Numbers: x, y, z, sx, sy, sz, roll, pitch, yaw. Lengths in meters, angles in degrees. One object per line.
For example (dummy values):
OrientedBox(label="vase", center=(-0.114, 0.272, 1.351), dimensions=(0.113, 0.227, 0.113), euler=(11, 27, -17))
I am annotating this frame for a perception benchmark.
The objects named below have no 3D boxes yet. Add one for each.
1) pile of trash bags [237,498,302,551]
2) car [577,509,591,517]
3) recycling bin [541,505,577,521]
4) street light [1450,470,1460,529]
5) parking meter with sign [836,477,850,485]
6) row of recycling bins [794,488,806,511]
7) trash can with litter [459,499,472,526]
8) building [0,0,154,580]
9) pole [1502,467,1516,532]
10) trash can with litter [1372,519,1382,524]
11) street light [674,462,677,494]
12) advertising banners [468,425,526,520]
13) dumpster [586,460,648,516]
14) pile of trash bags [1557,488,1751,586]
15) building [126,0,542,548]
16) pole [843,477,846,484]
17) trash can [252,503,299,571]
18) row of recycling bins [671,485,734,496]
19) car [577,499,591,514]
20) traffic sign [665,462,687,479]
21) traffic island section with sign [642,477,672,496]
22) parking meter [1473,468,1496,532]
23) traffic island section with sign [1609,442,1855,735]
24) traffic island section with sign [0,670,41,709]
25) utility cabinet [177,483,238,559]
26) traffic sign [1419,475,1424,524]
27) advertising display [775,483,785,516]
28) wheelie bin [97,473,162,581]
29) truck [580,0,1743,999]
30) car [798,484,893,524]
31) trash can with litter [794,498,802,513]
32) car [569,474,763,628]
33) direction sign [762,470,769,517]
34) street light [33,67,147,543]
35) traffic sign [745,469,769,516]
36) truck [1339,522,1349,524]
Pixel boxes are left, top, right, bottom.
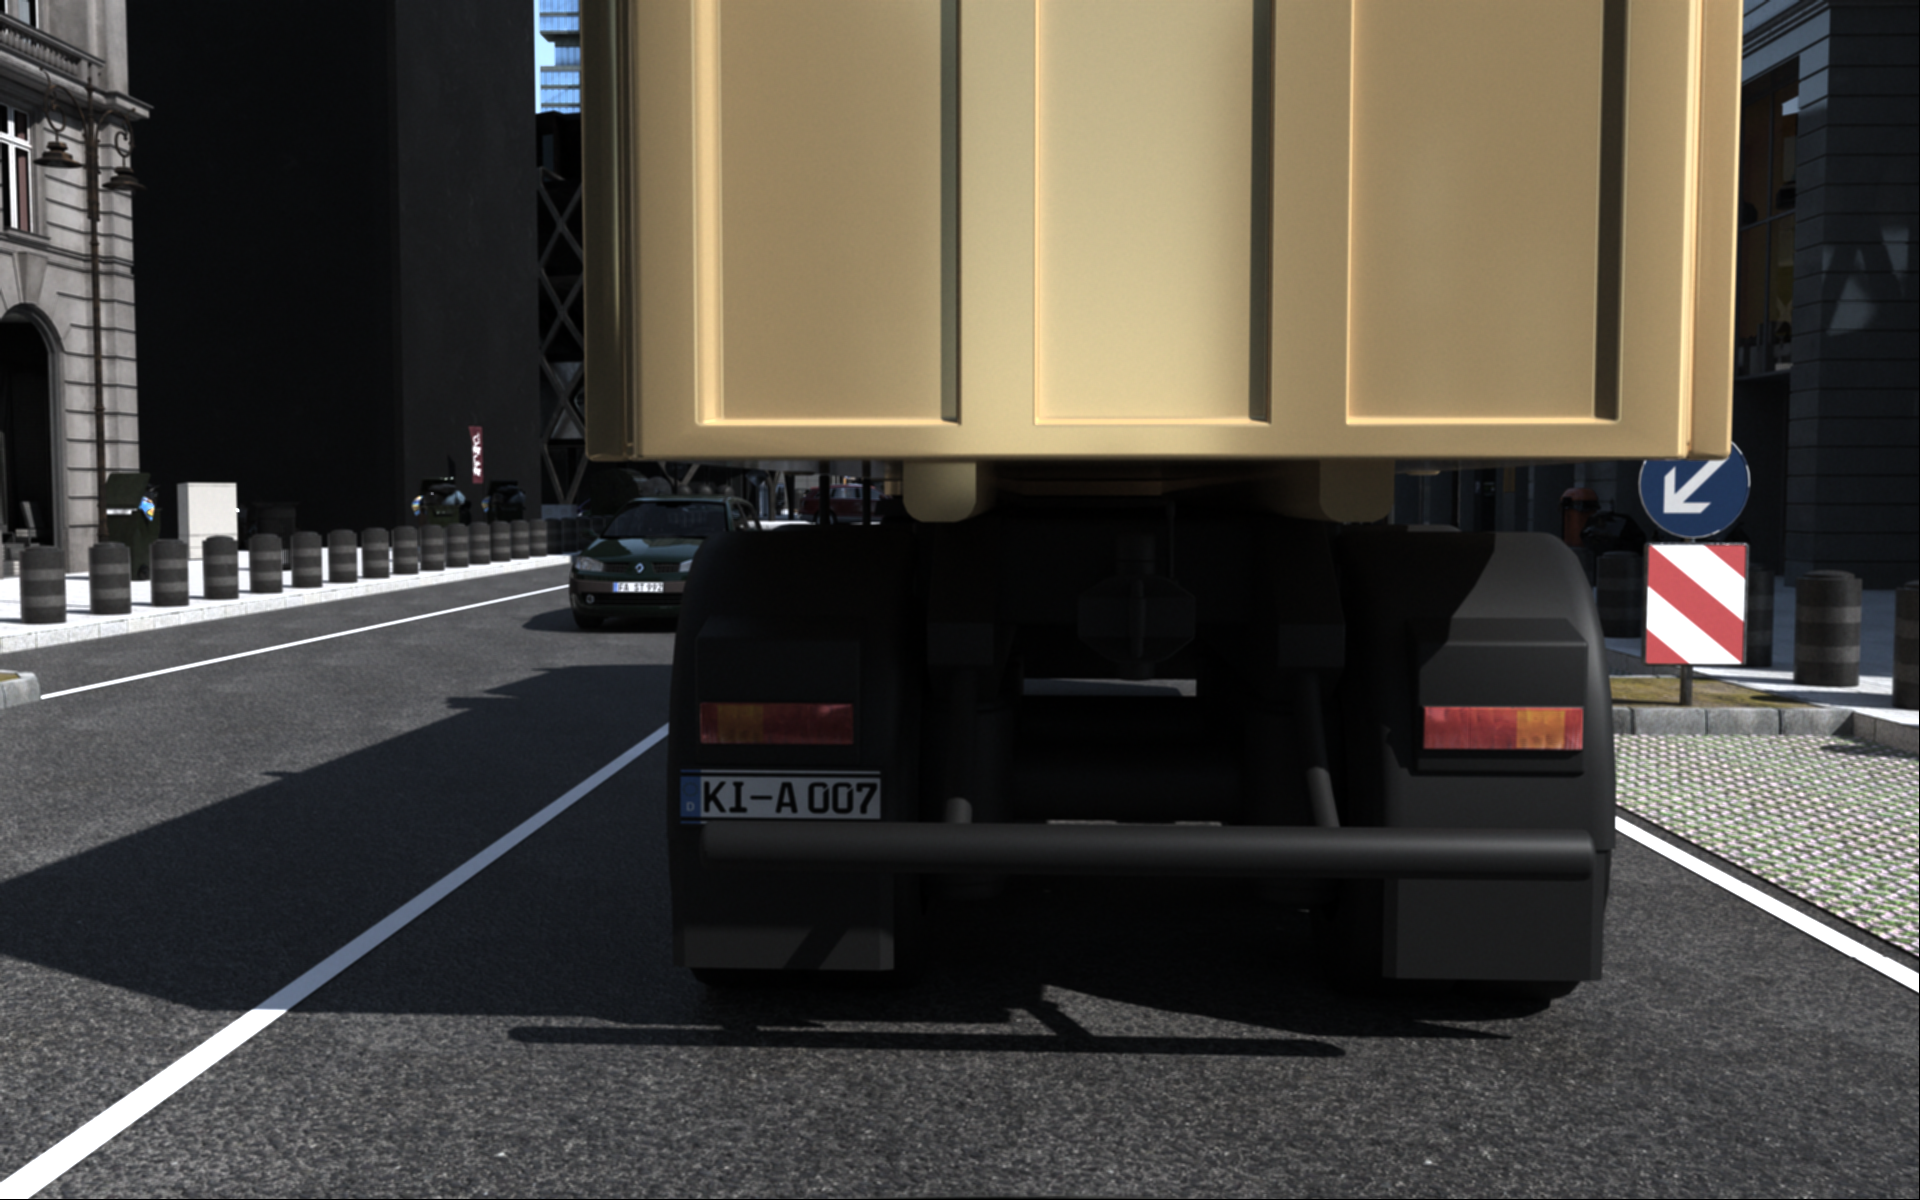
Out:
OrientedBox(label="pile of trash bags", center=(-16.267, -1.794, 39.091), dimensions=(1.912, 1.369, 3.447), euler=(0, 4, 5))
OrientedBox(label="car", center=(-11.554, -3.145, 61.214), dimensions=(4.222, 1.686, 2.009), euler=(0, 4, 3))
OrientedBox(label="recycling bin", center=(-9.613, -1.776, 41.595), dimensions=(0.722, 1.027, 0.722), euler=(0, 4, -1))
OrientedBox(label="street light", center=(6.641, -3.079, 23.129), dimensions=(0.468, 5.910, 1.993), euler=(0, 4, 1))
OrientedBox(label="parking meter with sign", center=(-8.904, -8.139, 129.336), dimensions=(0.543, 3.016, 1.738), euler=(-3, 4, -38))
OrientedBox(label="row of recycling bins", center=(-11.689, -7.334, 127.016), dimensions=(1.069, 1.692, 3.534), euler=(0, 4, 4))
OrientedBox(label="trash can with litter", center=(-11.501, -1.718, 39.480), dimensions=(0.624, 1.170, 1.055), euler=(-2, 4, -29))
OrientedBox(label="building", center=(-20.069, -10.745, 17.482), dimensions=(13.314, 21.916, 24.055), euler=(0, 4, 1))
OrientedBox(label="pole", center=(7.671, -1.855, 24.169), dimensions=(0.158, 3.312, 0.155), euler=(0, 3, 0))
OrientedBox(label="trash can with litter", center=(9.622, -1.736, 39.433), dimensions=(1.678, 1.210, 2.233), euler=(-1, 4, -16))
OrientedBox(label="street light", center=(-8.722, -4.909, 53.044), dimensions=(0.468, 5.910, 1.993), euler=(0, 4, 1))
OrientedBox(label="advertising banners", center=(-12.020, -2.984, 44.978), dimensions=(0.090, 3.025, 2.074), euler=(2, 4, 27))
OrientedBox(label="dumpster", center=(-9.408, -2.775, 47.859), dimensions=(1.502, 2.255, 1.985), euler=(0, 4, 1))
OrientedBox(label="pile of trash bags", center=(9.560, -0.896, 24.396), dimensions=(1.912, 1.369, 3.447), euler=(-1, 4, -16))
OrientedBox(label="building", center=(-20.990, -13.290, 46.961), dimensions=(15.834, 23.373, 12.332), euler=(0, 4, 1))
OrientedBox(label="pole", center=(-9.187, -8.805, 137.797), dimensions=(0.158, 3.312, 0.155), euler=(0, 3, 0))
OrientedBox(label="trash can", center=(-11.463, -1.064, 29.044), dimensions=(0.748, 1.137, 0.748), euler=(0, 3, 0))
OrientedBox(label="row of recycling bins", center=(-11.634, -4.200, 75.788), dimensions=(3.534, 1.692, 1.069), euler=(-1, 4, -16))
OrientedBox(label="car", center=(-13.327, -3.150, 64.088), dimensions=(3.894, 1.354, 1.945), euler=(0, 4, 0))
OrientedBox(label="traffic sign", center=(-9.366, -3.487, 57.116), dimensions=(0.768, 2.556, 0.104), euler=(0, 4, 8))
OrientedBox(label="traffic island section with sign", center=(-6.777, -1.828, 38.514), dimensions=(1.989, 1.847, 2.006), euler=(0, 4, 1))
OrientedBox(label="parking meter", center=(9.152, -1.499, 30.221), dimensions=(0.255, 1.863, 0.399), euler=(0, 4, -6))
OrientedBox(label="traffic island section with sign", center=(4.315, -0.156, 11.171), dimensions=(1.989, 1.847, 2.006), euler=(0, 4, 1))
OrientedBox(label="traffic island section with sign", center=(-7.396, -0.180, 11.566), dimensions=(1.989, 1.847, 2.006), euler=(0, 4, 1))
OrientedBox(label="utility cabinet", center=(-14.770, -1.549, 33.997), dimensions=(0.318, 1.500, 1.173), euler=(2, 4, 25))
OrientedBox(label="traffic sign", center=(7.476, -1.716, 28.065), dimensions=(0.884, 2.594, 0.081), euler=(0, 4, 7))
OrientedBox(label="advertising display", center=(-10.753, -5.977, 102.936), dimensions=(0.123, 1.923, 0.974), euler=(2, 4, 29))
OrientedBox(label="wheelie bin", center=(-12.345, -1.091, 25.746), dimensions=(0.980, 1.594, 0.693), euler=(0, 4, 7))
OrientedBox(label="truck", center=(0.679, -0.775, 8.589), dimensions=(3.469, 3.379, 9.791), euler=(0, 4, 3))
OrientedBox(label="car", center=(-3.756, -3.660, 68.507), dimensions=(5.304, 1.827, 2.281), euler=(0, 4, 1))
OrientedBox(label="trash can with litter", center=(-12.121, -7.321, 131.079), dimensions=(1.055, 1.170, 0.624), euler=(2, 4, 27))
OrientedBox(label="car", center=(-3.182, -0.608, 19.726), dimensions=(2.009, 1.686, 4.222), euler=(0, 4, 3))
OrientedBox(label="direction sign", center=(-11.093, -6.520, 98.600), dimensions=(0.876, 3.537, 0.379), euler=(0, 4, -7))
OrientedBox(label="street light", center=(-9.637, -2.848, 19.352), dimensions=(0.468, 5.910, 1.993), euler=(0, 4, 1))
OrientedBox(label="traffic sign", center=(-6.653, -3.254, 56.850), dimensions=(0.795, 2.450, 0.064), euler=(0, 4, 1))
OrientedBox(label="truck", center=(20.905, -4.283, 59.783), dimensions=(18.799, 4.110, 2.967), euler=(0, 4, 2))
